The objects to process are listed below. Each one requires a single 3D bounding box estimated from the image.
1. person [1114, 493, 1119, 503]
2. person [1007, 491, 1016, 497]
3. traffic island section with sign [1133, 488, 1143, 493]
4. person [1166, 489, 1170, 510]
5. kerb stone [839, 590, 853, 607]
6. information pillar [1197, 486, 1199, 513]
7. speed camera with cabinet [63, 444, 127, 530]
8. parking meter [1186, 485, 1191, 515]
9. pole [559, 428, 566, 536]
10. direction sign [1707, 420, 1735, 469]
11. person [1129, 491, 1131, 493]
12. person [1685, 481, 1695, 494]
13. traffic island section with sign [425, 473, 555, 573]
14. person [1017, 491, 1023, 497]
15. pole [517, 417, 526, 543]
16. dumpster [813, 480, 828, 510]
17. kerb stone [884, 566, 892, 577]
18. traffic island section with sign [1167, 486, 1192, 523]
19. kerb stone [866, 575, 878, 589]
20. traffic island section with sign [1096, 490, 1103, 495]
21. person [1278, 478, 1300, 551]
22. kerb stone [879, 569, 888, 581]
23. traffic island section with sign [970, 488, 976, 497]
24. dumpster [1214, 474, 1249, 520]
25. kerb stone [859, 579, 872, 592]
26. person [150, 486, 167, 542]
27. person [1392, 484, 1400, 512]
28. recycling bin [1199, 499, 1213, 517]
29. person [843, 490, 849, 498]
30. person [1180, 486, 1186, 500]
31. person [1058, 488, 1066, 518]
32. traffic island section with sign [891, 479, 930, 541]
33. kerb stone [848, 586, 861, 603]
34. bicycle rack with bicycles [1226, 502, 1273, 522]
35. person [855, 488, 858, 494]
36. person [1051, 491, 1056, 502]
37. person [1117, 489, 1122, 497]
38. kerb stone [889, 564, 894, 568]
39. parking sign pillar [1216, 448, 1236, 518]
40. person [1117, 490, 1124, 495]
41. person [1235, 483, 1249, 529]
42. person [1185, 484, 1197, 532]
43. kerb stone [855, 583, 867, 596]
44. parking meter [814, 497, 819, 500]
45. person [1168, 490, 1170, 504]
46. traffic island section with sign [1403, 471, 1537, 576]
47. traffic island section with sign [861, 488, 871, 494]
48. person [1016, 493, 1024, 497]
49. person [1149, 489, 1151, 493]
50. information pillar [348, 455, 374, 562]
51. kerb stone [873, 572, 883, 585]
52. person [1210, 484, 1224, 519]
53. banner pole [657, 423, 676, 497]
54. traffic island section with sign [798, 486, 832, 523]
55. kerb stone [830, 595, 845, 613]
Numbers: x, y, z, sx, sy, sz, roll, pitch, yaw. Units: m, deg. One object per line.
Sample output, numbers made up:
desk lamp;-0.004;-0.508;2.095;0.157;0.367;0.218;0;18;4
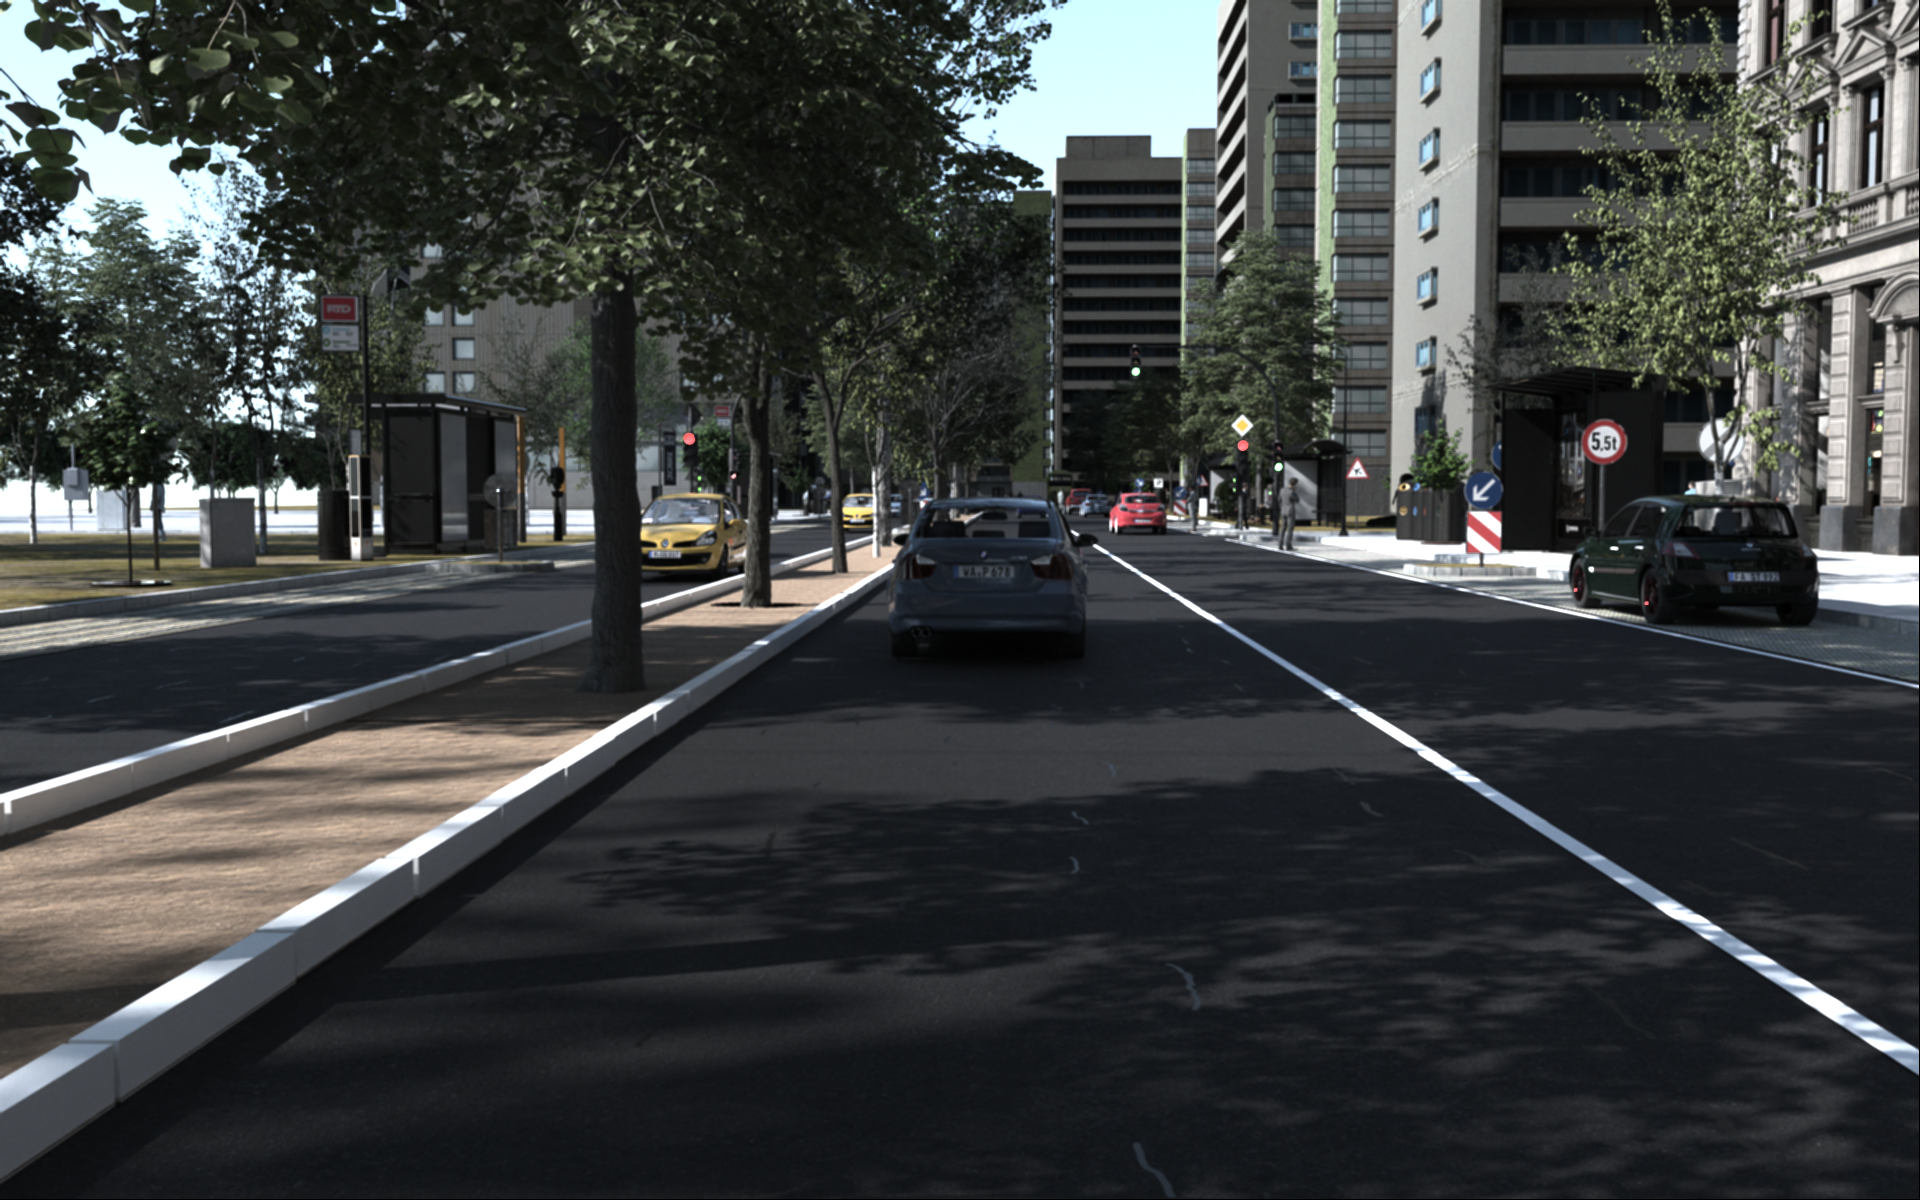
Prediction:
person;15.458;-9.961;172.124;0.991;1.433;0.599;3;5;42
person;5.762;-11.411;195.009;1.348;1.831;0.705;-1;4;-18
traffic island section with sign;11.550;-6.447;114.037;1.989;1.847;2.006;0;4;2
person;16.778;-8.202;140.941;1.217;1.735;0.721;2;4;35
kerb stone;-1.493;0.013;21.977;0.120;0.150;1.000;0;4;2
information pillar;16.037;-6.937;117.909;0.304;2.012;0.304;-2;4;-35
speed camera with cabinet;-30.712;-4.114;61.600;2.038;3.252;0.660;0;4;-7
parking meter;14.098;-6.173;106.637;0.399;1.863;0.255;-1;4;-12
pole;-12.211;-3.632;53.229;0.158;3.312;0.155;0;3;0
direction sign;23.376;-3.744;53.210;0.876;3.537;0.379;0;4;-6
person;21.359;-12.763;217.104;0.705;1.831;1.348;-2;4;-35
person;23.117;-2.836;54.730;0.748;1.841;0.638;-3;5;-42
traffic island section with sign;-8.653;-1.441;32.182;1.989;1.847;2.006;0;4;2
person;6.560;-11.040;189.556;0.990;1.755;0.434;3;5;44
pole;-11.576;-3.174;45.741;0.158;3.312;0.155;0;3;0
dumpster;-9.673;-7.089;118.399;1.502;2.255;1.985;0;4;2
kerb stone;-1.275;-0.425;29.152;0.120;0.150;1.000;0;4;2
traffic island section with sign;10.697;-4.716;85.736;1.989;1.847;2.006;0;4;2
kerb stone;-1.375;-0.238;26.079;0.120;0.150;1.000;0;4;2
traffic island section with sign;13.066;-9.482;163.654;1.989;1.847;2.006;0;4;2
person;8.328;-2.170;43.793;0.447;1.846;0.655;-2;4;-32
kerb stone;-1.309;-0.363;28.130;0.120;0.150;1.000;0;4;2
traffic island section with sign;0.927;-7.835;136.240;2.006;1.907;1.989;0;4;2
dumpster;13.414;-5.077;85.495;1.502;2.255;1.985;0;4;2
kerb stone;-1.409;-0.171;25.052;0.120;0.150;1.000;0;4;2
person;-21.626;-2.475;46.773;0.793;1.790;0.793;3;5;45
person;20.010;-4.429;78.886;0.576;1.772;0.534;-3;4;-37
recycling bin;14.082;-5.248;98.364;0.722;1.027;0.722;-2;4;-27
person;-13.163;-11.870;200.127;1.348;1.822;0.705;3;5;41
person;14.571;-6.543;113.210;0.537;1.800;0.526;1;4;10
person;6.001;-5.726;102.218;0.391;1.810;0.635;-3;4;-36
traffic island section with sign;-1.576;-2.789;53.733;2.006;1.907;1.989;0;4;2
kerb stone;-1.458;-0.044;23.004;0.120;0.150;1.000;0;4;2
bicycle rack with bicycles;13.526;-4.087;80.210;2.852;0.926;2.925;1;4;19
person;-9.612;-9.323;158.418;1.348;1.831;0.705;3;4;38
person;8.049;-8.555;149.096;0.721;1.735;1.217;-1;4;-12
person;18.230;-11.690;197.166;0.705;1.826;1.348;-1;4;-20
kerb stone;-1.244;-0.488;30.178;0.120;0.150;1.000;0;4;2
parking sign pillar;14.737;-6.529;95.222;1.447;3.967;1.447;0;4;6
person;19.650;-12.537;211.109;1.350;1.814;0.705;0;4;-5
person;10.434;-3.379;63.522;0.755;1.850;0.659;1;4;11
person;8.716;-3.470;65.410;0.466;1.800;0.511;1;4;11
kerb stone;-1.435;-0.104;24.031;0.120;0.150;1.000;0;4;2
parking meter;-9.256;-6.345;112.146;0.372;1.533;0.369;0;3;0
person;20.752;-10.104;171.970;0.721;1.735;1.217;2;4;30
traffic island section with sign;9.029;-1.364;30.924;1.989;1.847;2.006;0;4;2
traffic island section with sign;-6.168;-6.467;114.367;1.989;1.847;2.006;0;4;2
person;7.138;-12.030;205.192;1.348;1.823;0.705;0;4;0
person;21.130;-11.435;193.092;0.705;1.812;1.348;2;4;28
information pillar;-11.422;-1.746;33.043;0.304;2.012;0.304;2;4;33
kerb stone;-1.346;-0.299;27.108;0.120;0.150;1.000;0;4;2
person;13.093;-4.978;87.552;0.853;1.813;0.709;2;4;34
banner pole;-10.370;-4.345;61.058;0.863;3.779;0.401;-2;4;-34
traffic island section with sign;-7.009;-4.773;86.668;1.989;1.847;2.006;0;4;2
kerb stone;-1.528;0.076;20.955;0.120;0.150;1.000;0;4;2
